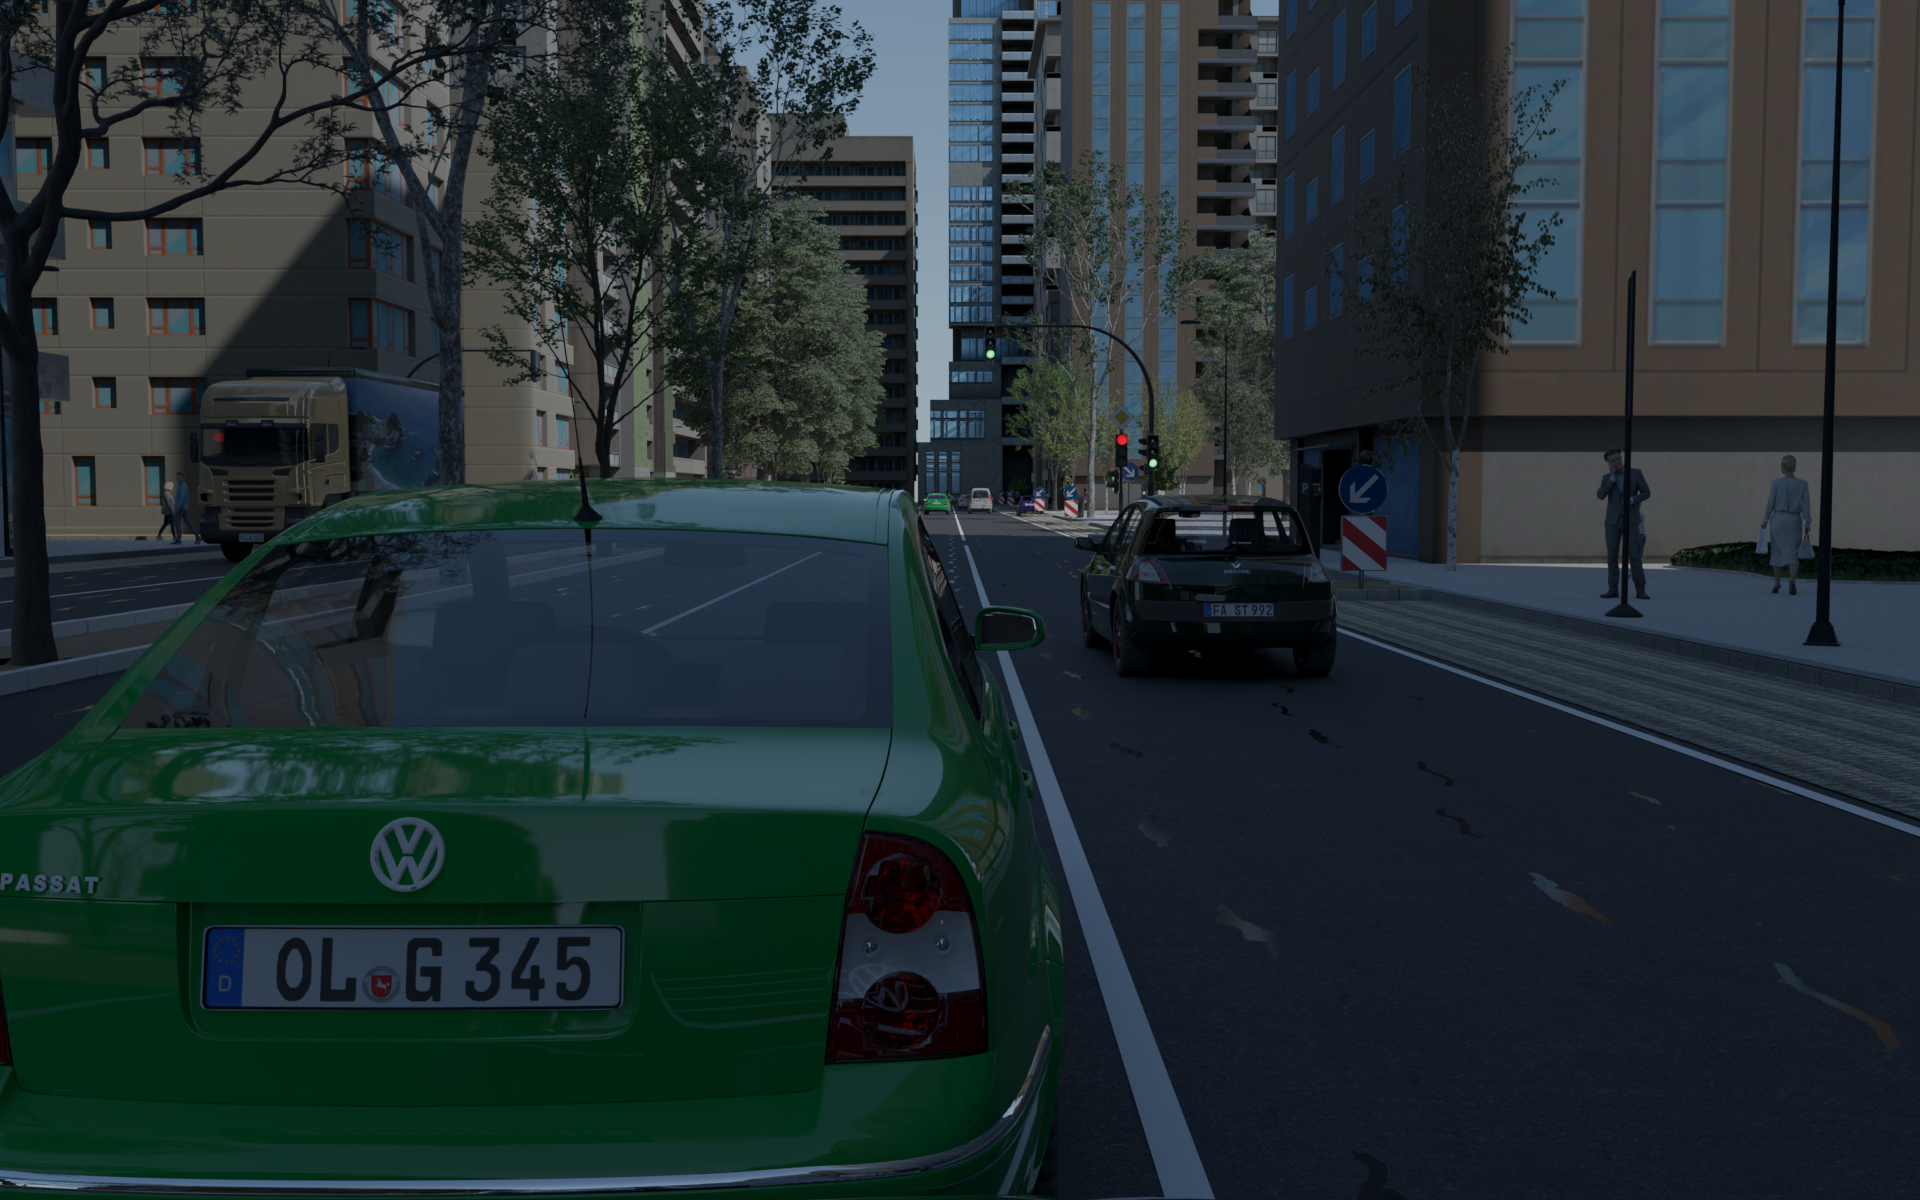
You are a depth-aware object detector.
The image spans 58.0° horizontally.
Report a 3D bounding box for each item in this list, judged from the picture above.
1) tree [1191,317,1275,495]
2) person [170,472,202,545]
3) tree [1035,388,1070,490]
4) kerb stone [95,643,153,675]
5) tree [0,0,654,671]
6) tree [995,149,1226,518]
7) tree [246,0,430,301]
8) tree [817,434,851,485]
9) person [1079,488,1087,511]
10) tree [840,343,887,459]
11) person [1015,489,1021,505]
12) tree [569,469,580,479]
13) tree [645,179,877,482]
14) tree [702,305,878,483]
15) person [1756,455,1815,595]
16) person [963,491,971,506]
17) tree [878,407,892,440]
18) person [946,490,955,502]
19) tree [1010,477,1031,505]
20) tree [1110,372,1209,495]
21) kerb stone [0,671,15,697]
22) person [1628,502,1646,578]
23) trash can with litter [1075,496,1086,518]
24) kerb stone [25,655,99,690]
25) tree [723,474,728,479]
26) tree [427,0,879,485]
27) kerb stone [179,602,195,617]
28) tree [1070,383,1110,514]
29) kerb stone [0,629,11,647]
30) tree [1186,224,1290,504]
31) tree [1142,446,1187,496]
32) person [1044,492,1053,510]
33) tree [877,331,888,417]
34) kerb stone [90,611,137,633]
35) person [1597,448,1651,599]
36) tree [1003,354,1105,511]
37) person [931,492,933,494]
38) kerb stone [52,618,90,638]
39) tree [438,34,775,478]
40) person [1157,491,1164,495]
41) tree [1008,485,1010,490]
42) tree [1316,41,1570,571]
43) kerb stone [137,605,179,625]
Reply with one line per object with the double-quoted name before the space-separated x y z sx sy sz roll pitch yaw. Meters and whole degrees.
"tree" 11.627 -7.449 72.157 4.360 8.622 3.978 0 3 0
"person" -19.696 -2.329 43.983 0.748 1.841 0.638 0 4 -7
"tree" 7.380 -10.222 117.495 4.737 8.622 4.395 0 3 0
"kerb stone" -6.860 0.492 14.155 0.120 0.150 1.000 0 4 0
"tree" -7.732 -6.186 13.971 12.009 13.543 11.850 0 3 0
"tree" 7.985 -14.523 93.334 12.611 20.169 13.585 0 3 0
"tree" -9.194 -10.346 27.503 12.611 20.169 13.585 0 3 0
"tree" -8.264 -9.453 107.375 4.737 8.622 4.395 0 3 0
"person" 9.576 -7.670 132.126 1.217 1.739 0.721 1 4 18
"tree" -8.600 -11.406 114.700 9.928 11.665 9.643 0 3 0
"person" 6.228 -11.076 187.120 0.705 1.826 1.348 -2 4 -26
"tree" -20.524 -5.820 89.758 1.663 3.219 1.824 0 3 0
"tree" -8.219 -9.906 71.069 9.857 13.997 8.962 0 3 0
"tree" -8.504 -8.807 80.868 8.767 10.594 7.601 0 4 0
"person" 10.527 -0.961 22.114 0.694 1.780 0.624 2 4 33
"person" 0.869 -8.871 154.266 1.217 1.736 0.721 0 4 -6
"tree" -8.088 -10.002 100.397 8.767 10.594 7.601 0 4 0
"person" -0.955 -7.749 135.921 1.217 1.735 0.721 2 4 24
"tree" 6.781 -11.997 190.744 1.663 3.219 1.824 0 3 0
"tree" 12.469 -9.459 105.019 4.737 8.622 4.395 0 3 0
"kerb stone" -6.848 0.617 12.109 0.120 0.150 1.000 0 4 0
"person" 10.298 -0.961 26.445 0.332 1.250 0.352 1 4 9
"trash can with litter" 6.513 -5.031 93.638 0.624 1.170 1.055 0 4 5
"kerb stone" -6.856 0.554 13.133 0.120 0.150 1.000 0 4 0
"tree" -20.238 -9.411 148.466 1.663 3.219 1.824 0 3 0
"tree" -9.514 -12.307 59.559 12.611 20.169 13.585 0 3 0
"kerb stone" -9.003 0.118 20.279 0.120 0.150 1.000 0 4 0
"tree" 9.610 -9.943 112.927 4.737 8.622 4.395 0 3 0
"kerb stone" -8.975 0.368 16.184 0.120 0.150 1.000 0 4 0
"tree" 15.109 -10.601 79.977 9.857 13.997 8.962 0 3 0
"tree" 7.140 -4.188 63.074 1.663 3.219 1.824 0 3 0
"person" 7.115 -7.975 139.630 0.799 1.438 0.628 0 4 4
"tree" -8.184 -11.088 90.399 9.857 13.997 8.962 0 3 0
"kerb stone" -8.984 0.245 18.231 0.120 0.150 1.000 0 4 0
"person" 8.143 -0.941 21.239 0.655 1.846 0.447 2 4 30
"tree" 6.993 -12.412 128.689 9.928 11.665 9.643 0 3 0
"person" -3.172 -11.504 197.304 1.217 1.736 0.721 -1 4 -21
"kerb stone" -8.985 0.305 17.208 0.120 0.150 1.000 0 4 0
"tree" -8.030 -6.783 39.120 9.928 11.665 9.643 0 3 0
"person" 8.305 -4.015 72.256 0.480 1.755 0.524 -3 5 -43
"tree" 6.201 -12.583 200.338 1.663 3.219 1.824 0 3 0
"tree" 8.197 -4.805 28.924 4.360 8.622 3.978 0 3 0
"kerb stone" -8.995 0.180 19.257 0.120 0.150 1.000 0 4 0
